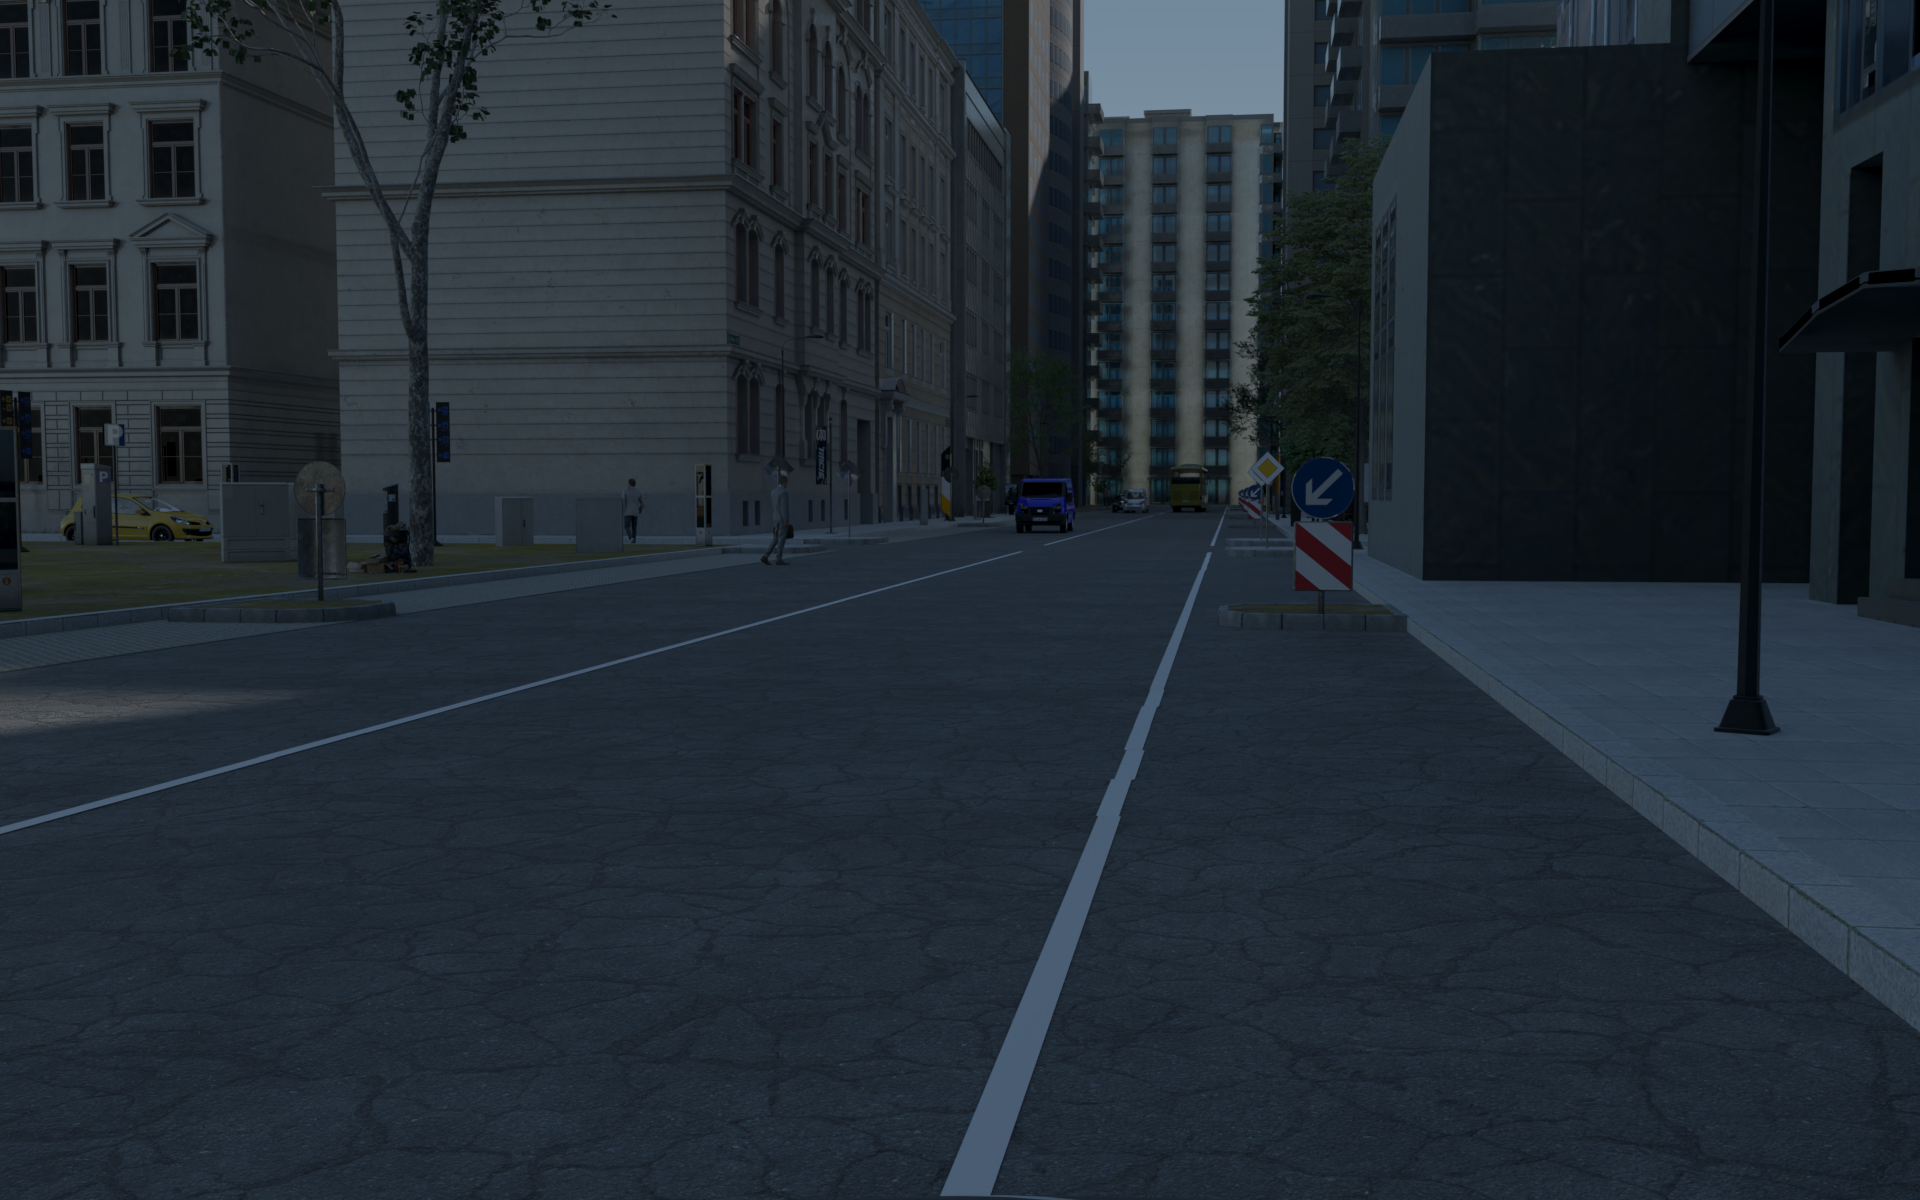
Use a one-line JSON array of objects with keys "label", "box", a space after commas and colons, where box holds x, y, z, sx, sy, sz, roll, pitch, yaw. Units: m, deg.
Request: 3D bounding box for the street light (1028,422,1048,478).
[{"label": "street light", "box": [4.994, -8.531, 112.020, 1.470, 5.913, 1.316, 1, 4, 9]}]

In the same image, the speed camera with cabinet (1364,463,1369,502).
[{"label": "speed camera with cabinet", "box": [12.491, -3.337, 48.889, 2.038, 3.252, 0.660, 2, 4, 24]}]

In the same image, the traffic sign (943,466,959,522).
[{"label": "traffic sign", "box": [-0.404, -4.852, 79.439, 0.768, 2.556, 0.104, 1, 4, 16]}]

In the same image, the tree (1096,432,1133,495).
[{"label": "tree", "box": [18.194, -15.388, 201.948, 4.360, 8.622, 3.978, 0, 3, 0]}]

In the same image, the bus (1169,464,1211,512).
[{"label": "bus", "box": [18.648, -9.112, 140.534, 2.896, 3.916, 12.252, 1, 4, 11]}]

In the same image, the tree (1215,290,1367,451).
[{"label": "tree", "box": [15.269, -8.893, 79.819, 7.601, 10.594, 8.767, -1, 4, -17]}]

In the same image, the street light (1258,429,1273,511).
[{"label": "street light", "box": [16.701, -7.308, 92.031, 1.470, 5.913, 1.316, 1, 4, 9]}]

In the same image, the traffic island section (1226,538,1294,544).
[{"label": "traffic island section", "box": [8.496, -1.618, 48.741, 2.009, 0.180, 2.903, 1, 4, 9]}]

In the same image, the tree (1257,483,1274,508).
[{"label": "tree", "box": [29.852, -10.872, 172.364, 1.663, 3.219, 1.824, 0, 3, 0]}]

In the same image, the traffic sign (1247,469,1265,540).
[{"label": "traffic sign", "box": [8.471, -2.754, 48.667, 0.795, 2.450, 0.064, 1, 4, 9]}]

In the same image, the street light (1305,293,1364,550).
[{"label": "street light", "box": [8.675, -4.135, 40.146, 1.470, 5.913, 1.316, 1, 4, 9]}]

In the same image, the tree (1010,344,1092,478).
[{"label": "tree", "box": [5.591, -11.918, 120.615, 9.928, 11.665, 9.643, 0, 3, 0]}]

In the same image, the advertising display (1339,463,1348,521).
[{"label": "advertising display", "box": [8.067, -1.911, 36.466, 0.123, 1.923, 0.974, 1, 4, 15]}]

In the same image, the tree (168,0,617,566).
[{"label": "tree", "box": [-10.868, -10.709, 30.987, 12.611, 20.169, 13.585, 0, 3, 0]}]

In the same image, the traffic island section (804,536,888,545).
[{"label": "traffic island section", "box": [-3.252, -1.731, 50.584, 2.009, 0.180, 2.903, 1, 4, 9]}]

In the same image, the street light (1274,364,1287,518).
[{"label": "street light", "box": [11.992, -5.432, 61.347, 1.470, 5.913, 1.316, 1, 4, 9]}]

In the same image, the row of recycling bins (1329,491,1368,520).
[{"label": "row of recycling bins", "box": [18.945, -4.782, 85.301, 1.069, 1.692, 3.534, -2, 4, -29]}]

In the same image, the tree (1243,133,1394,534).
[{"label": "tree", "box": [12.693, -8.367, 54.925, 7.486, 12.596, 7.792, 0, 3, 0]}]

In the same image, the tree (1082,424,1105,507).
[{"label": "tree", "box": [12.470, -13.514, 171.312, 4.737, 8.622, 4.395, 0, 3, 0]}]

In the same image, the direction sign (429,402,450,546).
[{"label": "direction sign", "box": [-12.968, -3.101, 42.693, 0.876, 3.537, 0.379, 1, 4, 11]}]

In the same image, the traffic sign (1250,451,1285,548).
[{"label": "traffic sign", "box": [7.232, -2.271, 40.779, 0.795, 2.450, 0.064, 1, 4, 9]}]

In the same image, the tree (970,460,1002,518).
[{"label": "tree", "box": [1.261, -6.055, 93.608, 1.663, 3.219, 1.824, 0, 3, 0]}]

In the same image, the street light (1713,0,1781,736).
[{"label": "street light", "box": [3.726, -2.247, 9.284, 1.470, 5.913, 1.316, 1, 4, 9]}]

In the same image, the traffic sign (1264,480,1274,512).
[{"label": "traffic sign", "box": [21.602, -7.409, 121.244, 0.768, 2.556, 0.104, 1, 4, 13]}]

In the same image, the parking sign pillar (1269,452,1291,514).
[{"label": "parking sign pillar", "box": [20.456, -7.465, 110.522, 1.447, 3.967, 1.447, 0, 4, -1]}]

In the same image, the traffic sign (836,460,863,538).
[{"label": "traffic sign", "box": [-3.227, -2.867, 50.518, 0.795, 2.450, 0.064, 1, 4, 9]}]

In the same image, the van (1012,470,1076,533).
[{"label": "van", "box": [3.236, -3.729, 65.353, 2.240, 2.365, 5.245, 0, 4, 8]}]

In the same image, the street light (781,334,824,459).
[{"label": "street light", "box": [-4.643, -4.772, 50.557, 1.470, 5.913, 1.316, 1, 4, 9]}]

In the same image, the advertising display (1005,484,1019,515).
[{"label": "advertising display", "box": [3.158, -6.167, 106.050, 0.974, 1.923, 0.123, 3, 4, 38]}]

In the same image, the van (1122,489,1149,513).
[{"label": "van", "box": [13.161, -7.491, 129.481, 2.013, 2.044, 4.112, 1, 4, 10]}]

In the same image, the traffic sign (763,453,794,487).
[{"label": "traffic sign", "box": [-4.466, -2.385, 42.630, 0.795, 2.450, 0.064, 1, 4, 9]}]

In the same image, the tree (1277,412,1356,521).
[{"label": "tree", "box": [13.561, -4.972, 65.005, 4.285, 4.588, 4.351, 0, 3, 0]}]

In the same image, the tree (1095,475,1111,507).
[{"label": "tree", "box": [14.672, -11.173, 177.282, 1.663, 3.219, 1.824, 0, 3, 0]}]

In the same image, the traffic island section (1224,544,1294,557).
[{"label": "traffic island section", "box": [7.257, -1.136, 40.852, 2.009, 0.180, 2.903, 1, 4, 9]}]

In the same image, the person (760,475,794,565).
[{"label": "person", "box": [-3.615, -1.614, 35.005, 0.853, 1.813, 0.709, -3, 4, -39]}]

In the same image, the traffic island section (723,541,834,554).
[{"label": "traffic island section", "box": [-4.490, -1.249, 42.695, 2.009, 0.180, 2.903, 1, 4, 9]}]

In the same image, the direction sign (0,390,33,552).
[{"label": "direction sign", "box": [-20.717, -2.818, 38.077, 0.379, 3.537, 0.876, 1, 4, 13]}]

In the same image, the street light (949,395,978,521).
[{"label": "street light", "box": [0.167, -6.658, 81.398, 1.470, 5.913, 1.316, 1, 4, 9]}]
